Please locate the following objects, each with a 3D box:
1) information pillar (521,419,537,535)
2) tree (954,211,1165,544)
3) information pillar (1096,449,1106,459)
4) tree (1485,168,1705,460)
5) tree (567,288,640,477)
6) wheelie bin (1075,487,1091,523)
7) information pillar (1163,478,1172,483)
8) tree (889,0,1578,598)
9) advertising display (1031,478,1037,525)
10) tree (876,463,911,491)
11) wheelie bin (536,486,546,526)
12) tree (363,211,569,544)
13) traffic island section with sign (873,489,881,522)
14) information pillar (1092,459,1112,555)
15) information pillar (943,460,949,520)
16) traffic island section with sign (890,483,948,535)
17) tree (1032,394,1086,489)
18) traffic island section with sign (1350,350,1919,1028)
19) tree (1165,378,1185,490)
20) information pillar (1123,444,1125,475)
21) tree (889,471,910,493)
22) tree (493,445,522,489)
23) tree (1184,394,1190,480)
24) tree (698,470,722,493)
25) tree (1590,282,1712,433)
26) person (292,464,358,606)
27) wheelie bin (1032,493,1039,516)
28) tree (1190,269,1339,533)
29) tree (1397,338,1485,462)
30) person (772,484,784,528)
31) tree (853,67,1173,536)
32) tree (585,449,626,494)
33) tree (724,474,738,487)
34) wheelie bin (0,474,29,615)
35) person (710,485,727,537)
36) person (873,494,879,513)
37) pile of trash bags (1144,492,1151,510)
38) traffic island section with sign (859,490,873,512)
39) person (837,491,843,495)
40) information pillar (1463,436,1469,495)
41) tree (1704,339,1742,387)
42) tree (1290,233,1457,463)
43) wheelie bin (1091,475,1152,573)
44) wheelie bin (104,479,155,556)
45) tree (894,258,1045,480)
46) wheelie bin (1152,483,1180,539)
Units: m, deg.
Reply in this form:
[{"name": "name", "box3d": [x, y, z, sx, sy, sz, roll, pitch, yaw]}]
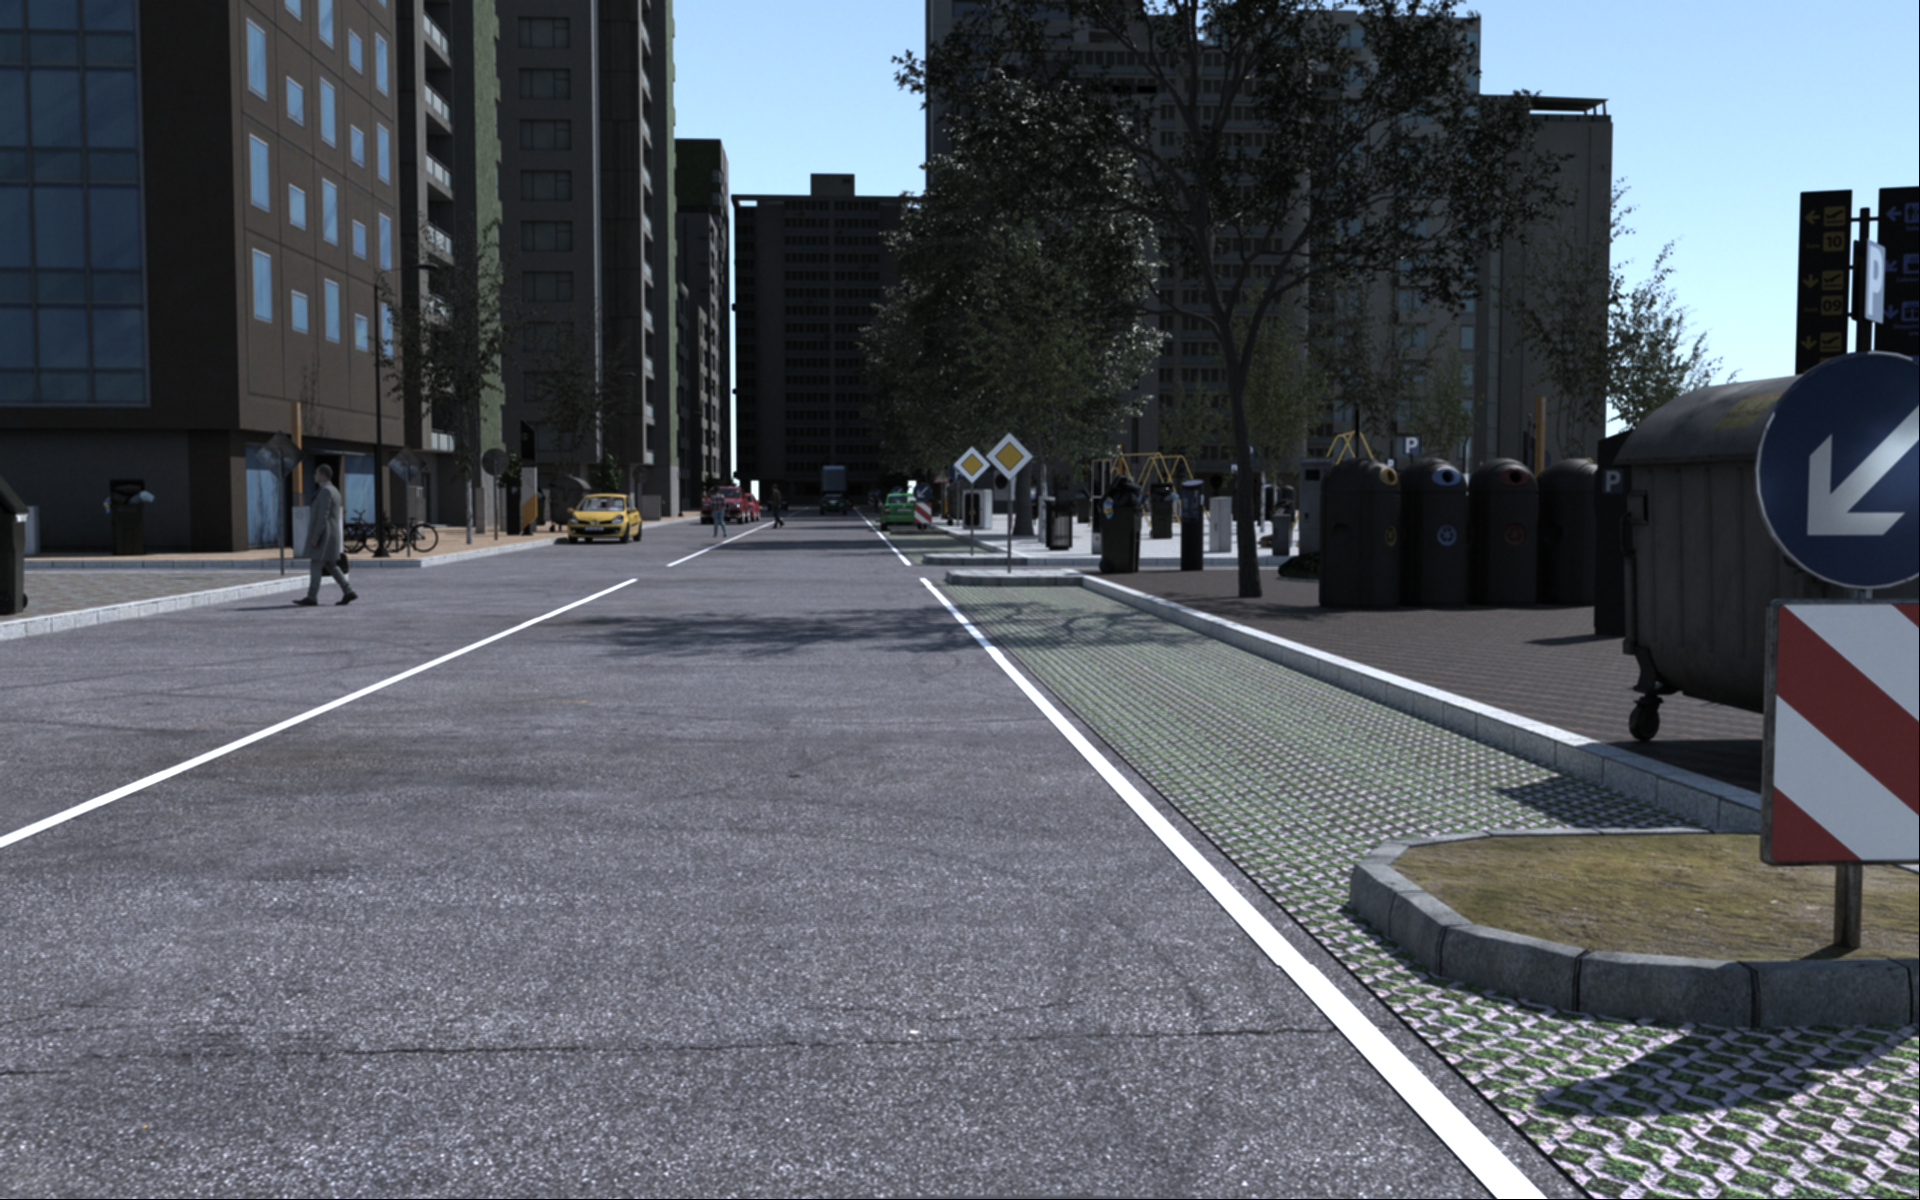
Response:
[{"name": "information pillar", "box3d": [-13.371, -3.812, 53.682, 0.504, 3.616, 0.183, 1, 4, 12]}, {"name": "tree", "box3d": [2.079, -5.740, 44.208, 4.737, 8.622, 4.395, 0, 3, 0]}, {"name": "information pillar", "box3d": [6.840, -5.674, 84.122, 0.504, 3.616, 0.183, -1, 4, -12]}, {"name": "tree", "box3d": [14.308, -5.483, 40.003, 4.360, 8.622, 3.978, 0, 3, 0]}, {"name": "tree", "box3d": [-14.048, -6.886, 62.945, 4.360, 8.622, 3.978, 0, 3, 0]}, {"name": "wheelie bin", "box3d": [5.464, -4.198, 76.549, 0.693, 1.594, 0.980, 1, 4, 11]}, {"name": "information pillar", "box3d": [9.540, -4.595, 79.616, 0.304, 2.012, 0.304, -3, 5, -43]}, {"name": "tree", "box3d": [3.565, -5.333, 21.607, 8.767, 10.594, 7.601, -1, 4, -13]}, {"name": "advertising display", "box3d": [2.731, -4.018, 70.914, 0.974, 1.923, 0.123, -3, 4, -36]}, {"name": "tree", "box3d": [-6.082, -10.739, 159.302, 4.285, 4.588, 4.351, 0, 3, 0]}, {"name": "wheelie bin", "box3d": [-17.276, -3.822, 70.392, 0.980, 1.594, 0.693, 2, 4, 34]}, {"name": "tree", "box3d": [-12.824, -5.740, 44.206, 4.360, 8.622, 3.978, 0, 3, 0]}, {"name": "traffic island section with sign", "box3d": [-3.305, -4.860, 88.096, 1.989, 1.847, 2.006, 0, 4, -4]}, {"name": "information pillar", "box3d": [3.007, -1.977, 36.822, 0.304, 2.012, 0.304, 3, 5, 40]}, {"name": "information pillar", "box3d": [-0.656, -5.814, 86.420, 0.183, 3.616, 0.504, -1, 4, -20]}, {"name": "traffic island section with sign", "box3d": [-1.466, -3.216, 61.204, 1.989, 1.847, 2.006, 0, 4, -4]}, {"name": "tree", "box3d": [4.489, -8.568, 90.448, 4.360, 8.622, 3.978, 0, 3, 0]}, {"name": "traffic island section with sign", "box3d": [2.369, 0.186, 5.580, 1.989, 1.847, 2.006, 0, 4, -4]}, {"name": "tree", "box3d": [13.785, -9.449, 104.848, 4.737, 8.622, 4.395, 0, 3, 0]}, {"name": "information pillar", "box3d": [7.597, -5.460, 80.631, 0.183, 3.616, 0.504, 0, 4, -3]}, {"name": "tree", "box3d": [-4.987, -9.298, 146.624, 1.663, 3.219, 1.824, 0, 3, 0]}, {"name": "tree", "box3d": [-17.466, -4.504, 68.248, 1.663, 3.219, 1.824, 0, 3, 0]}, {"name": "tree", "box3d": [15.175, -8.701, 92.623, 4.737, 8.622, 4.395, 0, 3, 0]}, {"name": "tree", "box3d": [-19.604, -8.577, 134.839, 1.663, 3.219, 1.824, 0, 3, 0]}, {"name": "tree", "box3d": [24.110, -6.772, 61.084, 4.737, 8.622, 4.395, 0, 3, 0]}, {"name": "person", "box3d": [-8.176, -0.835, 22.252, 0.767, 1.812, 0.694, 0, 4, -6]}, {"name": "wheelie bin", "box3d": [4.278, -5.669, 100.598, 0.693, 1.594, 0.980, 0, 4, -4]}, {"name": "tree", "box3d": [10.325, -6.552, 57.483, 4.737, 8.622, 4.395, 0, 3, 0]}, {"name": "tree", "box3d": [22.936, -8.078, 82.432, 4.737, 8.622, 4.395, 0, 3, 0]}, {"name": "person", "box3d": [-7.705, -3.936, 72.768, 0.656, 1.842, 0.836, 2, 4, 34]}, {"name": "tree", "box3d": [2.061, -8.973, 53.364, 9.857, 13.997, 8.962, 0, 3, 0]}, {"name": "tree", "box3d": [-15.076, -4.822, 73.445, 1.663, 3.219, 1.824, 0, 3, 0]}, {"name": "tree", "box3d": [-21.728, -10.306, 163.111, 1.663, 3.219, 1.824, 0, 3, 0]}, {"name": "wheelie bin", "box3d": [-10.381, -0.647, 18.489, 0.693, 1.594, 0.980, -1, 4, -17]}, {"name": "person", "box3d": [-8.076, -2.964, 57.798, 0.563, 1.720, 0.643, -2, 4, -27]}, {"name": "person", "box3d": [-6.279, -7.222, 129.808, 0.421, 1.427, 0.697, 1, 4, 12]}, {"name": "pile of trash bags", "box3d": [10.602, -4.781, 87.928, 1.912, 1.369, 3.447, -3, 4, -38]}, {"name": "traffic island section with sign", "box3d": [-8.561, -9.540, 164.607, 1.989, 1.847, 2.006, 0, 4, -4]}, {"name": "person", "box3d": [-9.884, -8.209, 143.527, 0.445, 1.727, 0.742, 1, 4, 17]}, {"name": "information pillar", "box3d": [20.457, -4.813, 70.052, 0.183, 3.616, 0.504, 2, 4, 34]}, {"name": "tree", "box3d": [27.484, -7.123, 66.825, 4.360, 8.622, 3.978, 0, 3, 0]}, {"name": "tree", "box3d": [11.361, -6.001, 48.477, 4.360, 8.622, 3.978, 0, 3, 0]}, {"name": "wheelie bin", "box3d": [2.647, -1.247, 28.294, 0.693, 1.594, 0.980, 1, 4, 19]}, {"name": "wheelie bin", "box3d": [-17.338, -1.728, 36.164, 0.980, 1.594, 0.693, -2, 4, -23]}, {"name": "tree", "box3d": [0.661, -9.768, 77.832, 7.486, 12.596, 7.792, 0, 3, 0]}, {"name": "wheelie bin", "box3d": [5.834, -2.566, 49.869, 0.980, 1.594, 0.693, 0, 4, 3]}]
